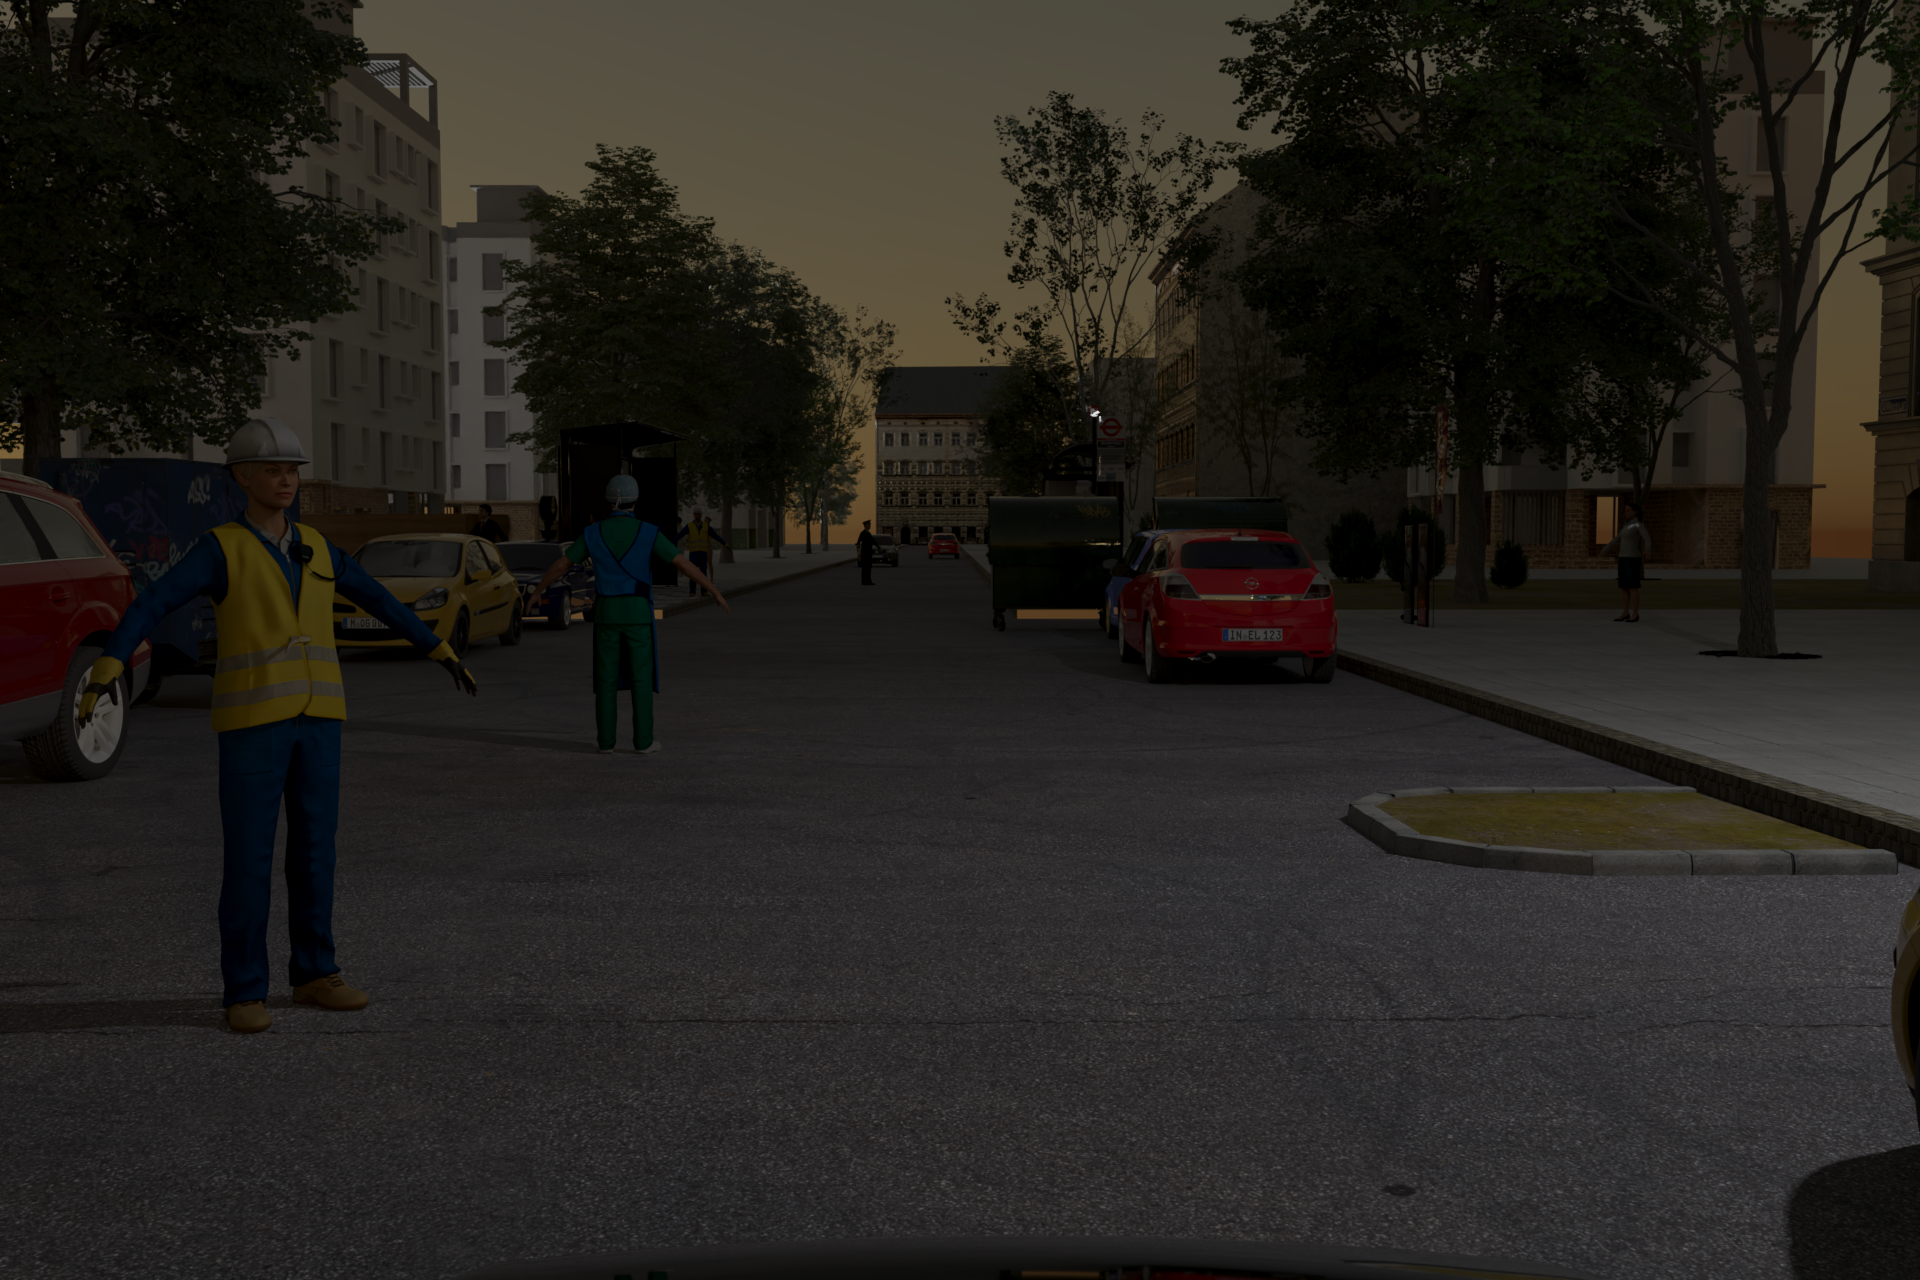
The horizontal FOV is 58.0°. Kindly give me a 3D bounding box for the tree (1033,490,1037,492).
[{"bbox_3d":[4.736,-10.981,129.907,4.360,8.622,3.978,0,3,0],"label":"tree"}]

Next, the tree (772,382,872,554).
[{"bbox_3d":[-9.764,-11.437,112.747,9.928,11.665,9.643,0,3,0],"label":"tree"}]

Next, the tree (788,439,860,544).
[{"bbox_3d":[-17.432,-19.207,220.692,9.857,13.997,8.962,0,3,0],"label":"tree"}]

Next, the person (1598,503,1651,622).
[{"bbox_3d":[9.702,-1.127,25.252,0.721,1.735,1.217,-1,4,-12],"label":"person"}]

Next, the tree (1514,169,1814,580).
[{"bbox_3d":[19.125,-7.490,48.219,9.928,11.665,9.643,0,3,0],"label":"tree"}]

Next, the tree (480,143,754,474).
[{"bbox_3d":[-9.939,-8.100,50.562,7.486,12.596,7.792,0,3,0],"label":"tree"}]

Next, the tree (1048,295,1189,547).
[{"bbox_3d":[5.386,-6.285,53.118,4.360,8.622,3.978,0,3,0],"label":"tree"}]

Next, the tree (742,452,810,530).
[{"bbox_3d":[-10.383,-9.048,98.291,4.360,8.622,3.978,0,3,0],"label":"tree"}]

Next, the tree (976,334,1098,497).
[{"bbox_3d":[4.449,-11.052,98.823,7.486,12.596,7.792,0,3,0],"label":"tree"}]

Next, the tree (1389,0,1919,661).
[{"bbox_3d":[8.406,-5.635,17.892,9.928,11.665,9.643,0,3,0],"label":"tree"}]

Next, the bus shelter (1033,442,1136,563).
[{"bbox_3d":[2.843,-2.865,40.768,2.014,3.302,5.546,0,4,0],"label":"bus shelter"}]

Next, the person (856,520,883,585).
[{"bbox_3d":[-2.582,-2.455,48.524,0.705,1.837,1.347,2,4,27],"label":"person"}]

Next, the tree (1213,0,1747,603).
[{"bbox_3d":[9.487,-7.673,32.108,9.857,13.997,8.962,0,3,0],"label":"tree"}]

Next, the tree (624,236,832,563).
[{"bbox_3d":[-10.195,-10.341,75.725,9.857,13.997,8.962,0,3,0],"label":"tree"}]

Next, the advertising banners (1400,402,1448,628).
[{"bbox_3d":[6.425,-1.699,23.972,0.090,3.025,2.074,0,4,0],"label":"advertising banners"}]

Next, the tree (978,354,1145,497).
[{"bbox_3d":[5.424,-9.463,89.134,8.767,10.594,7.601,-1,4,-19],"label":"tree"}]

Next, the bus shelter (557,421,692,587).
[{"bbox_3d":[-7.452,-2.923,39.079,1.731,3.624,6.357,0,4,2],"label":"bus shelter"}]

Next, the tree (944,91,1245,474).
[{"bbox_3d":[5.758,-13.269,72.844,12.611,20.169,13.585,0,3,0],"label":"tree"}]

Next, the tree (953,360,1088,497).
[{"bbox_3d":[4.612,-12.882,120.983,12.009,13.543,11.850,0,3,0],"label":"tree"}]

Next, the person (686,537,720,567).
[{"bbox_3d":[-9.965,-3.706,66.856,1.348,1.796,0.705,0,4,2],"label":"person"}]

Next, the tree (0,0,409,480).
[{"bbox_3d":[-12.219,-7.103,22.794,9.857,13.997,8.962,0,3,0],"label":"tree"}]

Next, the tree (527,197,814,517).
[{"bbox_3d":[-10.450,-9.319,62.737,12.009,13.543,11.850,0,3,0],"label":"tree"}]

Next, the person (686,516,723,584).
[{"bbox_3d":[-6.493,-2.282,44.121,1.217,1.733,0.721,2,4,33],"label":"person"}]

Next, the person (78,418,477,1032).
[{"bbox_3d":[-1.974,0.234,5.099,0.721,1.772,1.216,3,5,41],"label":"person"}]

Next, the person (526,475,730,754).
[{"bbox_3d":[-2.189,-0.168,11.328,1.347,1.817,0.704,0,4,1],"label":"person"}]

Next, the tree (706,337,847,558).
[{"bbox_3d":[-9.773,-10.111,91.071,9.928,11.665,9.643,0,3,0],"label":"tree"}]

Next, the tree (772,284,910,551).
[{"bbox_3d":[-9.936,-16.770,130.084,12.611,20.169,13.585,0,3,0],"label":"tree"}]

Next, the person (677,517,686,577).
[{"bbox_3d":[-8.501,-2.809,52.108,0.705,1.806,1.347,-2,4,-33],"label":"person"}]

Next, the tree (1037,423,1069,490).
[{"bbox_3d":[5.184,-9.616,107.581,4.360,8.622,3.978,0,3,0],"label":"tree"}]

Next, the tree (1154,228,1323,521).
[{"bbox_3d":[7.281,-5.574,41.496,4.360,8.622,3.978,0,3,0],"label":"tree"}]
